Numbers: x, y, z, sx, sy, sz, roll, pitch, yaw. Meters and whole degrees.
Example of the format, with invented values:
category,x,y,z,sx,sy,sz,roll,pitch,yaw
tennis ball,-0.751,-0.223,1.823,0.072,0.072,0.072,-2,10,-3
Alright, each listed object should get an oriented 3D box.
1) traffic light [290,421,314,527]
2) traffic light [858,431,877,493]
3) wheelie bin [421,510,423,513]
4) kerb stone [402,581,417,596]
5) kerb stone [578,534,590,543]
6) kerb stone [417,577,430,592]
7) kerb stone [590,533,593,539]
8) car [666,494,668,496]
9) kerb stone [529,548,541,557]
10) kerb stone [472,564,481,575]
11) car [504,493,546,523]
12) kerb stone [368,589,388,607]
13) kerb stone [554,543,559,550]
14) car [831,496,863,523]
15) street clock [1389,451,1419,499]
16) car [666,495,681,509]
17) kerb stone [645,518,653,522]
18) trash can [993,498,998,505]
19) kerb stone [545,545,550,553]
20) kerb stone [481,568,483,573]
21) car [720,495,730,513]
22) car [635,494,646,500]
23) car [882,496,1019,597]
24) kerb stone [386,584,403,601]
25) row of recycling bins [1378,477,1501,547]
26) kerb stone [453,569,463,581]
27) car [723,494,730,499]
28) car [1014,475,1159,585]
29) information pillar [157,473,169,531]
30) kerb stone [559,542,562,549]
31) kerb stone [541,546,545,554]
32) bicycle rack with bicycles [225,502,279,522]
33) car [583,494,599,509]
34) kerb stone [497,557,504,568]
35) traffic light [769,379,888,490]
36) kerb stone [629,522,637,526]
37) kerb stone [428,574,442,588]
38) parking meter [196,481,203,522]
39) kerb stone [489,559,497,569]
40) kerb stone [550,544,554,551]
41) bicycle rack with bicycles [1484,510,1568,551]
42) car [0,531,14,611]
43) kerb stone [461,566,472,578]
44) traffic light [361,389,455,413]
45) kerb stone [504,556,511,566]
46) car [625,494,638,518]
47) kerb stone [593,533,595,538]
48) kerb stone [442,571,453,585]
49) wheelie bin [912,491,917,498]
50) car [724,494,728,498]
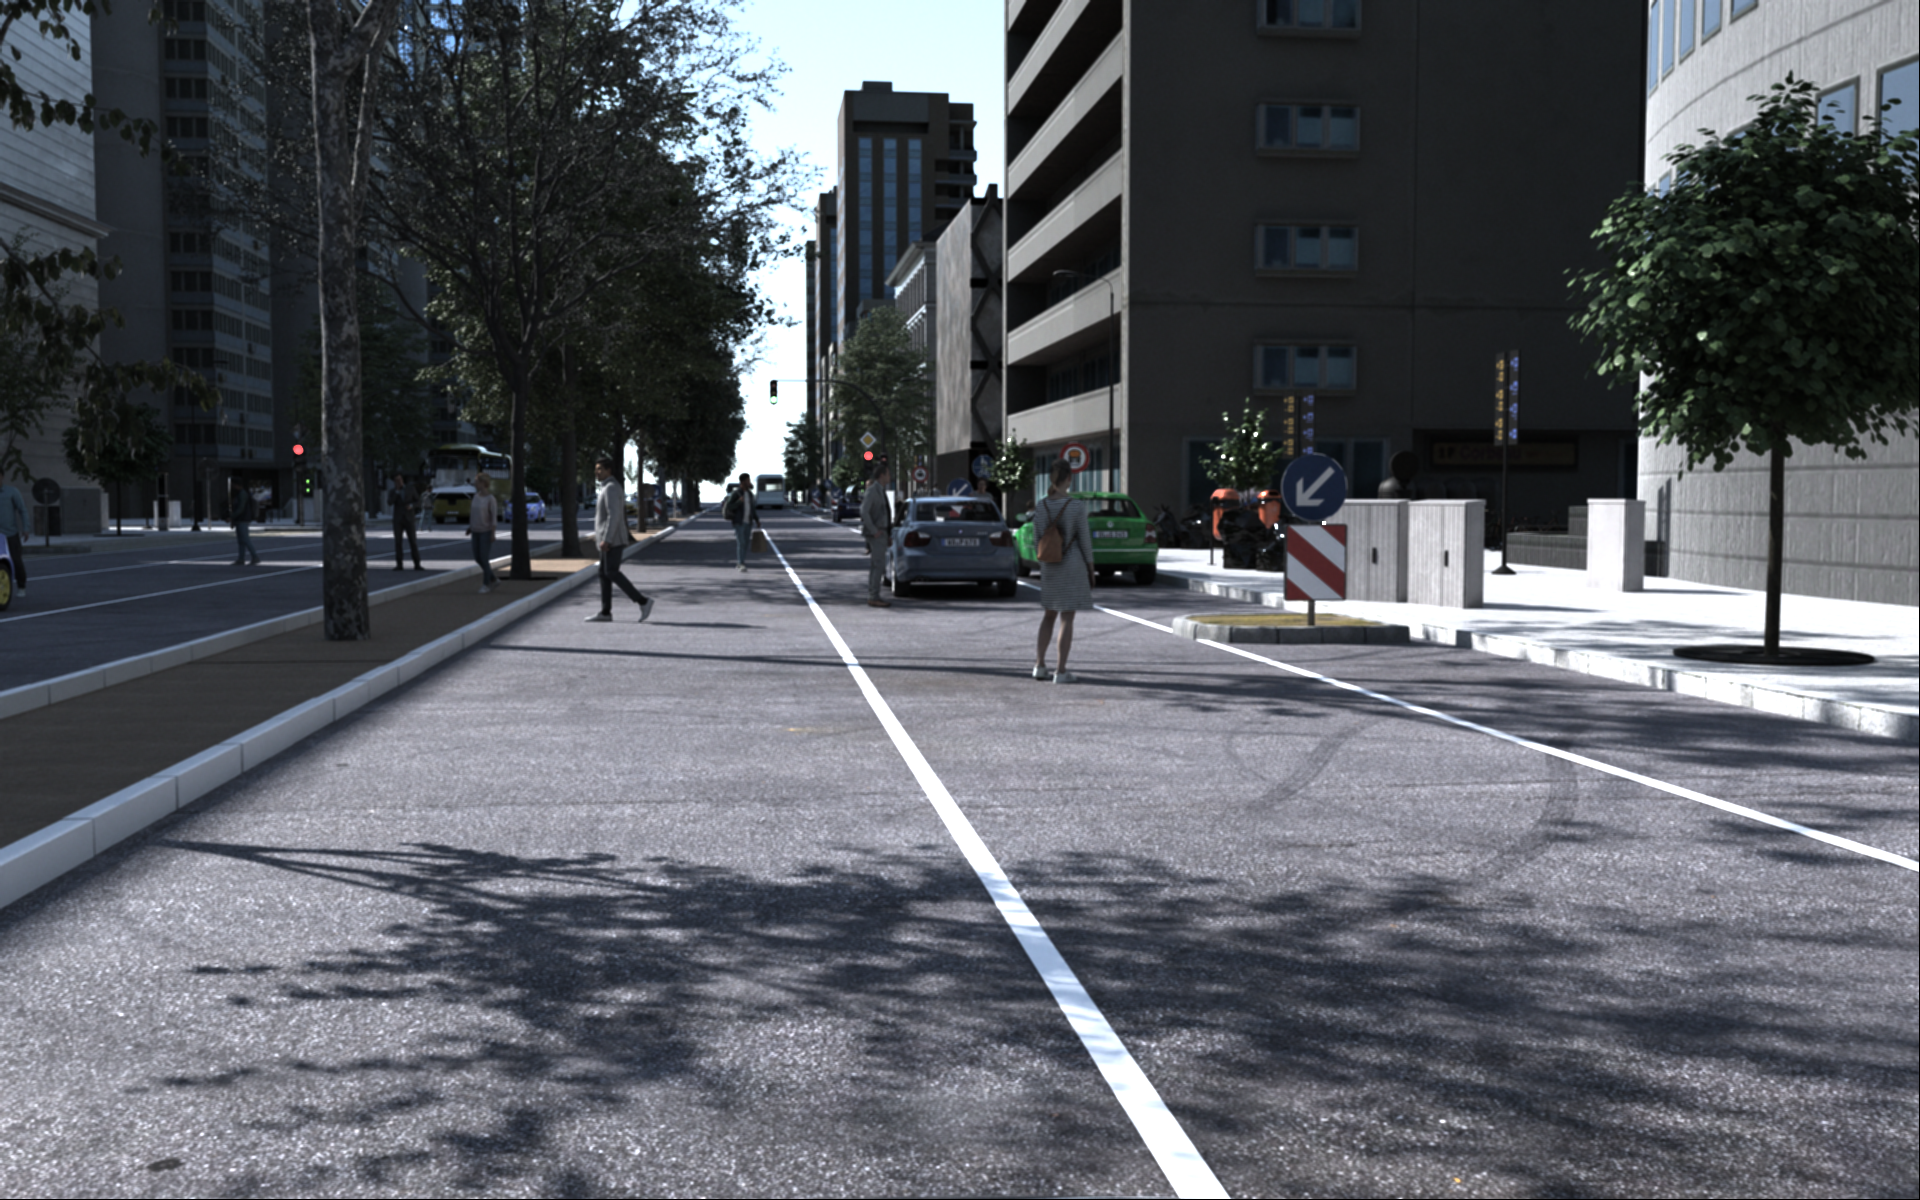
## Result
category,x,y,z,sx,sy,sz,roll,pitch,yaw
traffic light,-25.287,-4.745,66.496,0.839,4.253,0.868,0,4,-7
traffic light,-4.118,-5.403,77.253,0.839,4.253,0.868,0,4,-7
wheelie bin,-34.946,-6.468,113.661,0.693,1.594,0.980,1,4,21
kerb stone,-7.849,-0.137,24.429,0.120,0.150,1.000,0,4,-7
kerb stone,-11.478,-1.876,52.870,0.120,0.150,1.000,0,4,-7
kerb stone,-7.976,-0.197,25.447,0.120,0.150,1.000,0,4,-7
kerb stone,-11.605,-1.936,53.884,0.120,0.150,1.000,0,4,-7
car,-40.456,-13.860,235.653,2.155,1.783,4.494,0,4,-8
kerb stone,-9.785,-1.069,39.668,0.120,0.150,1.000,0,4,-7
kerb stone,-8.616,-0.509,30.527,0.120,0.150,1.000,0,4,-7
car,-21.944,-4.759,87.398,1.945,1.707,3.694,0,4,-7
kerb stone,-7.591,-0.011,22.391,0.120,0.150,1.000,0,4,-7
kerb stone,-10.313,-1.317,43.723,0.120,0.150,1.000,0,4,-7
car,-5.568,-4.645,88.530,1.945,1.354,3.894,0,4,-8
street clock,7.495,-1.511,29.283,0.471,2.002,0.358,0,4,2
car,-27.689,-9.457,167.196,1.945,1.354,3.894,0,4,-8
kerb stone,-16.337,-4.209,91.008,0.120,0.150,1.000,0,4,-7
trash can,2.647,-5.854,107.373,0.748,1.137,0.748,0,3,0
kerb stone,-10.047,-1.181,41.697,0.120,0.150,1.000,0,4,-7
kerb stone,-8.751,-0.566,31.540,0.120,0.150,1.000,0,4,-7
car,-17.090,-7.216,130.556,1.945,1.354,3.894,0,4,-6
car,-33.229,-10.405,179.720,1.945,1.707,3.694,0,4,-6
car,-0.204,-0.822,25.441,2.014,1.417,4.499,0,4,-6
kerb stone,-7.715,-0.074,23.406,0.120,0.150,1.000,0,4,-7
row of recycling bins,11.532,-2.099,41.436,3.534,1.692,1.069,-2,4,-28
kerb stone,-8.364,-0.385,28.492,0.120,0.150,1.000,0,4,-7
car,-22.309,-9.829,170.497,2.009,1.686,4.222,0,4,-6
car,1.998,-1.215,28.662,1.959,1.807,4.718,0,4,-8
information pillar,-27.997,-3.446,60.840,0.304,2.012,0.304,-1,4,-12
kerb stone,-10.437,-1.379,44.738,0.120,0.150,1.000,0,4,-7
kerb stone,-9.920,-1.131,40.682,0.120,0.150,1.000,0,4,-7
bicycle rack with bicycles,-33.115,-4.109,80.556,2.852,0.926,2.925,0,4,1
car,-34.353,-9.244,162.937,2.131,1.459,4.920,-1,4,-9
kerb stone,-9.013,-0.694,33.573,0.120,0.150,1.000,0,4,-7
traffic light,-5.171,-5.765,68.927,4.771,5.953,1.251,0,4,-7
kerb stone,-14.657,-3.398,77.804,0.120,0.150,1.000,0,4,-7
kerb stone,-8.107,-0.261,26.464,0.120,0.150,1.000,0,4,-7
parking meter,-34.735,-4.490,79.126,0.255,1.863,0.399,-1,4,-23
kerb stone,-8.888,-0.634,32.554,0.120,0.150,1.000,0,4,-7
kerb stone,-10.181,-1.253,42.710,0.120,0.150,1.000,0,4,-7
bicycle rack with bicycles,12.590,-1.556,38.822,2.925,0.926,2.852,-1,4,-10
car,-12.350,-0.624,19.802,1.945,1.707,3.694,-1,4,-8
kerb stone,-8.492,-0.447,29.507,0.120,0.150,1.000,0,4,-7
traffic light,-24.234,-6.119,74.715,4.771,5.953,1.251,0,4,-7
kerb stone,-9.146,-0.758,34.587,0.120,0.150,1.000,0,4,-7
car,-20.055,-5.741,104.087,2.015,1.641,3.980,0,4,-8
kerb stone,-11.737,-2.000,54.901,0.120,0.150,1.000,0,4,-7
kerb stone,-8.230,-0.323,27.479,0.120,0.150,1.000,0,4,-7
wheelie bin,-2.586,-6.140,108.304,0.693,1.594,0.980,1,4,15
car,-29.669,-13.046,225.100,2.131,1.459,4.920,0,4,-7
